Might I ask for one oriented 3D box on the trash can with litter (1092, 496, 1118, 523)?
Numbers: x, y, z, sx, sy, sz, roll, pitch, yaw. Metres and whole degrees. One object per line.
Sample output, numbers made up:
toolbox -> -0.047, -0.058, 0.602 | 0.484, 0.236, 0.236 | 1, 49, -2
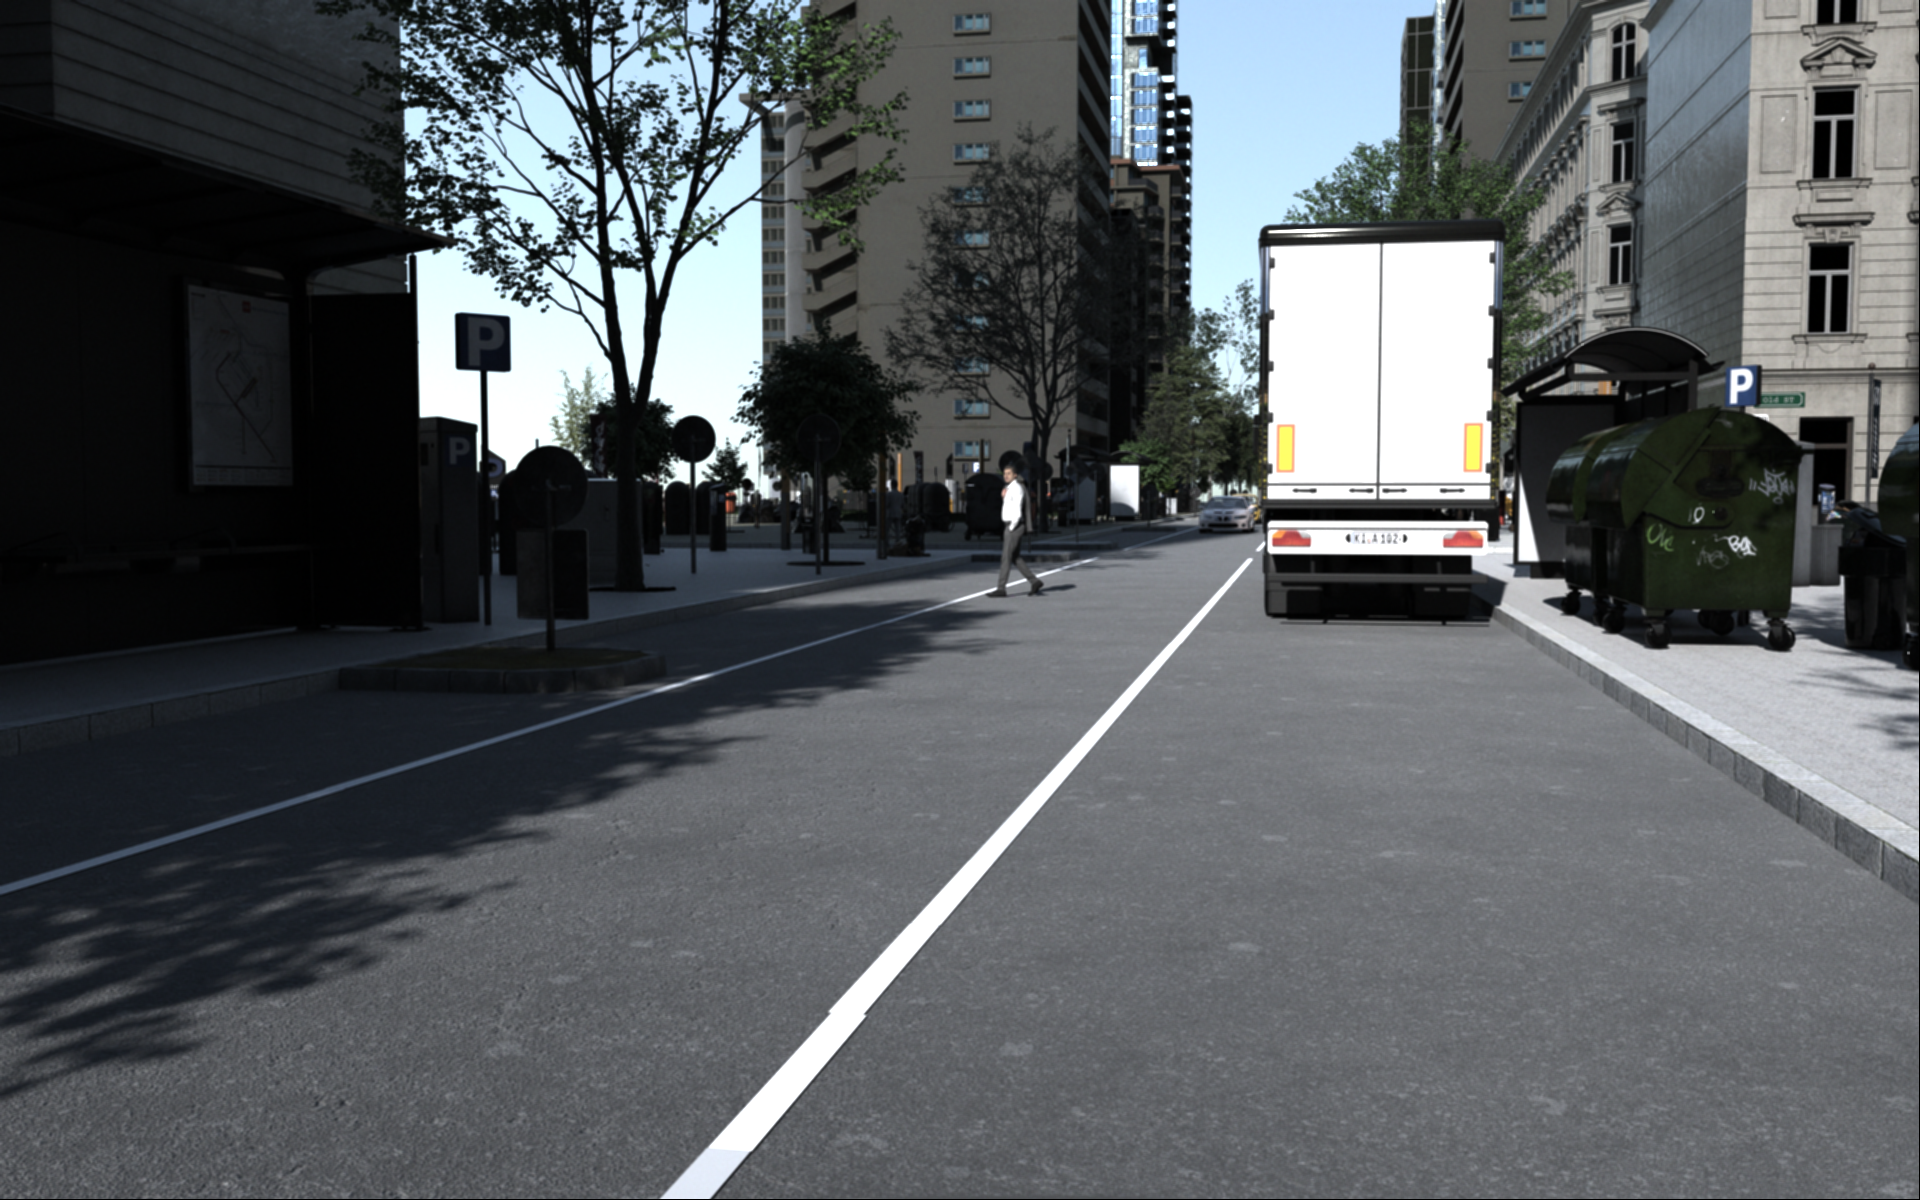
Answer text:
trash can with litter -> 6.347, -4.140, 78.739 | 1.678, 1.210, 2.233 | 2, 4, 26

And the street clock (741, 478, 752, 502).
street clock -> -9.791, -4.583, 79.508 | 0.471, 2.002, 0.358 | -1, 4, -12

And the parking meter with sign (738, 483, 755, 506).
parking meter with sign -> -13.275, -6.889, 108.904 | 0.543, 3.016, 1.738 | 3, 5, 41

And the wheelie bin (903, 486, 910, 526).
wheelie bin -> -1.867, -3.717, 68.686 | 0.980, 1.594, 0.693 | -2, 4, -34

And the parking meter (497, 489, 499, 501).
parking meter -> -18.677, -3.800, 70.546 | 0.372, 1.533, 0.369 | 0, 3, 0

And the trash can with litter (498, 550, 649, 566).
trash can with litter -> -6.782, -1.215, 30.916 | 2.233, 1.210, 1.678 | 2, 4, 32

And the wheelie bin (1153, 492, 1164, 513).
wheelie bin -> 13.244, -6.582, 115.517 | 0.980, 1.594, 0.693 | 2, 4, 30

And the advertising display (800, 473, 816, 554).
advertising display -> -3.240, -1.959, 37.248 | 0.123, 1.923, 0.974 | -1, 4, -21

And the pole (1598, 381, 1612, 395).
pole -> 10.937, -2.178, 29.461 | 0.158, 3.312, 0.155 | 0, 3, 0

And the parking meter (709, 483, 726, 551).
parking meter -> -5.450, -1.869, 38.976 | 0.372, 1.533, 0.369 | 0, 3, 0

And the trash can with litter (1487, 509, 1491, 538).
trash can with litter -> 15.086, -2.369, 50.127 | 0.624, 1.170, 1.055 | -1, 4, -17

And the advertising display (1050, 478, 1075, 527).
advertising display -> 4.035, -3.853, 68.207 | 0.974, 1.923, 0.123 | 0, 4, 2

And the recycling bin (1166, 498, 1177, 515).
recycling bin -> 13.015, -5.809, 107.533 | 0.722, 1.027, 0.722 | -1, 4, -10

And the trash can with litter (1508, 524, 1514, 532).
trash can with litter -> 18.855, -2.879, 58.460 | 0.624, 1.170, 1.055 | -1, 4, -14

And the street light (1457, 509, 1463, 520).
street light -> 10.303, -3.839, 35.549 | 0.468, 5.910, 1.993 | 1, 4, 11

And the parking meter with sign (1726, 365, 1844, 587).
parking meter with sign -> 11.430, -1.694, 23.957 | 1.738, 3.016, 0.543 | -1, 4, -22

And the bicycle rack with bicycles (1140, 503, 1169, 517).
bicycle rack with bicycles -> 10.219, -5.089, 96.587 | 2.925, 0.926, 2.852 | 1, 4, 11

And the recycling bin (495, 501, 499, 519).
recycling bin -> -16.826, -3.011, 61.790 | 0.722, 1.027, 0.722 | 3, 5, 43

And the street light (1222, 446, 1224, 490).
street light -> 25.060, -11.750, 164.907 | 0.468, 5.910, 1.993 | 1, 4, 11

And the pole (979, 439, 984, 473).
pole -> 0.800, -4.321, 64.492 | 0.158, 3.312, 0.155 | 0, 3, 0

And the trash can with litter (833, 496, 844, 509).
trash can with litter -> -6.670, -5.316, 98.299 | 1.055, 1.170, 0.624 | 2, 4, 29

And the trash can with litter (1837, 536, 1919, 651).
trash can with litter -> 7.784, -0.172, 14.194 | 0.624, 1.170, 1.055 | -3, 4, -37

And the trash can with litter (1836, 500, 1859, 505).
trash can with litter -> 16.736, -1.277, 32.259 | 1.055, 1.170, 0.624 | -1, 4, -22

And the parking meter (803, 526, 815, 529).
parking meter -> -4.510, -2.643, 51.620 | 0.372, 1.533, 0.369 | 0, 3, 0

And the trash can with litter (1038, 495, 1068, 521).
trash can with litter -> 4.189, -4.722, 88.264 | 2.233, 1.210, 1.678 | -2, 4, -25

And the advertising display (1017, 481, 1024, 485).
advertising display -> 3.243, -4.905, 85.406 | 0.974, 1.923, 0.123 | 1, 4, 23

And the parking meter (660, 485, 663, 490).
parking meter -> -18.738, -6.263, 108.114 | 0.399, 1.863, 0.255 | 2, 4, 34

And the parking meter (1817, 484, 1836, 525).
parking meter -> 21.143, -2.071, 42.276 | 0.372, 1.533, 0.369 | 0, 3, 0

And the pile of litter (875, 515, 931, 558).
pile of litter -> -1.166, -1.339, 35.863 | 1.176, 0.858, 1.719 | 0, 4, 5

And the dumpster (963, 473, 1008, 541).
dumpster -> 0.830, -2.595, 48.189 | 1.264, 1.857, 1.865 | 1, 4, 11

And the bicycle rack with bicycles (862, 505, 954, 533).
bicycle rack with bicycles -> -1.487, -2.752, 58.380 | 2.925, 0.926, 2.852 | 2, 4, 26

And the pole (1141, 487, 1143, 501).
pole -> 11.396, -6.973, 107.844 | 0.158, 3.312, 0.155 | 0, 3, 0

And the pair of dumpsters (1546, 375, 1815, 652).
pair of dumpsters -> 6.568, -0.834, 16.128 | 1.574, 2.255, 4.437 | 1, 4, 11

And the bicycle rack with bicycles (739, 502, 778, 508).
bicycle rack with bicycles -> -10.932, -5.032, 95.647 | 2.852, 0.926, 2.925 | 1, 4, 10

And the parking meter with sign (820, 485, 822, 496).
parking meter with sign -> -6.662, -5.148, 80.436 | 0.543, 3.016, 1.738 | 1, 4, 15

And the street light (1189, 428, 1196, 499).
street light -> 16.343, -9.098, 121.538 | 0.468, 5.910, 1.993 | 1, 4, 11

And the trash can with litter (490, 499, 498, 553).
trash can with litter -> -10.110, -1.633, 37.758 | 2.233, 1.210, 1.678 | 2, 4, 24

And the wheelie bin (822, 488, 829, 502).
wheelie bin -> -7.090, -4.974, 89.227 | 0.693, 1.594, 0.980 | -1, 4, -15

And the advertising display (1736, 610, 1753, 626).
advertising display -> 7.800, -0.730, 17.157 | 0.123, 1.923, 0.974 | 2, 4, 29

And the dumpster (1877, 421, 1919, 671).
dumpster -> 7.279, -0.560, 11.645 | 1.502, 2.255, 1.985 | 1, 4, 11

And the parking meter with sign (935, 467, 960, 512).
parking meter with sign -> -0.448, -6.341, 99.929 | 1.738, 3.016, 0.543 | 2, 4, 24

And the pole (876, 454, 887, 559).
pole -> -1.543, -2.459, 34.041 | 0.158, 3.312, 0.155 | 0, 3, 0

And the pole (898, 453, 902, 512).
pole -> -2.998, -5.681, 86.726 | 0.158, 3.312, 0.155 | 0, 3, 0

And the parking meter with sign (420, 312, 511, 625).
parking meter with sign -> -5.188, -1.297, 17.467 | 0.543, 3.016, 1.738 | -3, 5, -43

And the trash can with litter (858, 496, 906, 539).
trash can with litter -> -2.099, -2.405, 50.372 | 2.233, 1.210, 1.678 | -3, 5, -41

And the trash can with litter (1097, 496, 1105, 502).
trash can with litter -> 9.078, -6.221, 113.104 | 0.624, 1.170, 1.055 | -2, 4, -25

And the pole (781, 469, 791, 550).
pole -> -4.003, -2.805, 39.697 | 0.158, 3.312, 0.155 | 0, 3, 0

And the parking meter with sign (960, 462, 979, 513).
parking meter with sign -> 0.683, -5.997, 94.310 | 0.543, 3.016, 1.738 | 1, 4, 20
